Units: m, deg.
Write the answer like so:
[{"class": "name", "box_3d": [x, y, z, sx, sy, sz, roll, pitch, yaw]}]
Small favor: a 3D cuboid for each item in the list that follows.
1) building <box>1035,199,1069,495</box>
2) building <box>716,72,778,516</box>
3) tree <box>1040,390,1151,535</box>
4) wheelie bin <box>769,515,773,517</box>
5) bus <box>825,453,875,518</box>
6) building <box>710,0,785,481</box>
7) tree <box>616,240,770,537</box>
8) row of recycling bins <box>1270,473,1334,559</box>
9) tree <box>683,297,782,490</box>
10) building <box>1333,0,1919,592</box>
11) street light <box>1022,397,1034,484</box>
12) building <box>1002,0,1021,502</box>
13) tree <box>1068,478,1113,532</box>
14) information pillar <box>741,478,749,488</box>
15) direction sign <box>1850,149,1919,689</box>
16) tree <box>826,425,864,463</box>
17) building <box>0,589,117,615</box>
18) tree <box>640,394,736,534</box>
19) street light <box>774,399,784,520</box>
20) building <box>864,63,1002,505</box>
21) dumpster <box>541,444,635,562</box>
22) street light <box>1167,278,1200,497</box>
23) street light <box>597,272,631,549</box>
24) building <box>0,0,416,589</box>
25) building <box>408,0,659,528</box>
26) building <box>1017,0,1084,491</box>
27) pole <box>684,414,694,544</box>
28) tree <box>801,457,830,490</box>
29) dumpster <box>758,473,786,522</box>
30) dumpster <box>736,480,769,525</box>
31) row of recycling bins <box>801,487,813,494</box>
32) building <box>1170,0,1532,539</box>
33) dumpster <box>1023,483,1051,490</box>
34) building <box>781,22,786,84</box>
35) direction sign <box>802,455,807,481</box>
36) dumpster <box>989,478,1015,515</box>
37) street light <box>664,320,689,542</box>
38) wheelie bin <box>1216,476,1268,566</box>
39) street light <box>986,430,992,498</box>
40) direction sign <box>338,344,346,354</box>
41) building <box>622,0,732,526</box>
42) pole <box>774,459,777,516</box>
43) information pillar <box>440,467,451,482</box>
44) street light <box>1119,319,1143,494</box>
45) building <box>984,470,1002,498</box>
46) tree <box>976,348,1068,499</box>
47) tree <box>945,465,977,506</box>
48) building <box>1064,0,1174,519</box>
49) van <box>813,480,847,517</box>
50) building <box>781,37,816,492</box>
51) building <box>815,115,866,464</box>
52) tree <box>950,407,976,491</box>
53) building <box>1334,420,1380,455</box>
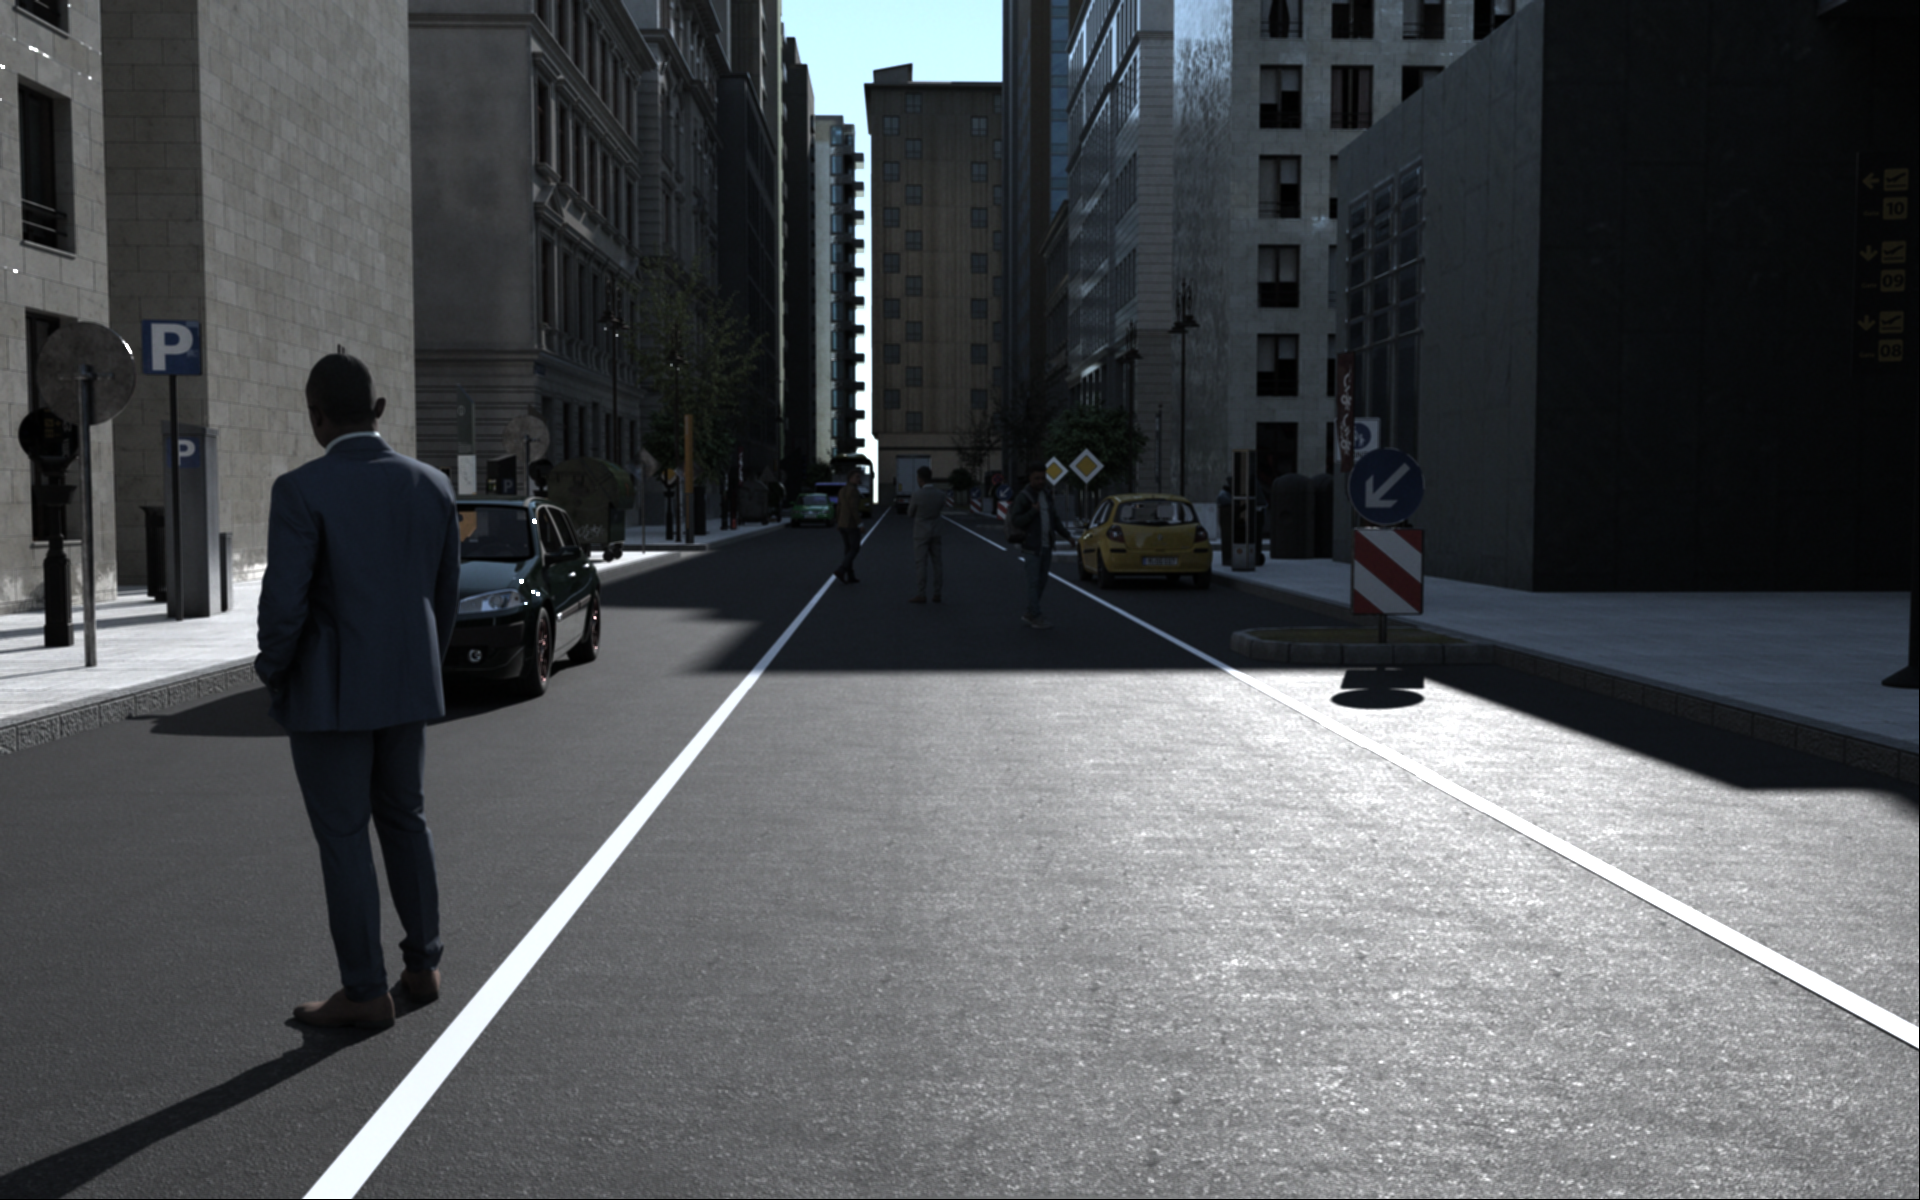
[{"class": "building", "box_3d": [11.375, -16.761, 110.192, 11.583, 22.565, 21.152, 0, 4, -2]}, {"class": "building", "box_3d": [-18.974, -19.034, 104.717, 14.314, 27.812, 24.014, 0, 4, -2]}, {"class": "tree", "box_3d": [4.312, -4.343, 54.724, 4.285, 4.588, 4.351, 0, 3, 0]}, {"class": "wheelie bin", "box_3d": [-10.982, -5.536, 98.419, 0.980, 1.594, 0.693, 1, 4, 9]}, {"class": "bus", "box_3d": [-6.699, -7.104, 107.694, 2.896, 3.916, 12.252, 0, 4, -2]}, {"class": "building", "box_3d": [-20.388, -27.088, 126.490, 14.154, 41.232, 14.086, 0, 4, -2]}, {"class": "tree", "box_3d": [-8.051, -6.154, 50.985, 4.737, 8.622, 4.395, 0, 3, 0]}, {"class": "row of recycling bins", "box_3d": [7.688, -1.719, 35.216, 3.534, 1.692, 1.069, -3, 5, -39]}, {"class": "tree", "box_3d": [-8.862, -7.046, 65.558, 4.360, 8.622, 3.978, 0, 3, 0]}, {"class": "building", "box_3d": [18.796, -42.978, 15.361, 22.319, 86.520, 31.000, 0, 4, -2]}, {"class": "street light", "box_3d": [3.230, -6.735, 82.899, 0.468, 5.910, 1.993, 0, 4, -2]}, {"class": "building", "box_3d": [14.303, -37.621, 157.107, 21.231, 58.520, 28.212, 0, 4, -2]}, {"class": "tree", "box_3d": [4.502, -3.896, 58.299, 1.663, 3.219, 1.824, 0, 3, 0]}, {"class": "information pillar", "box_3d": [-9.892, -4.593, 79.581, 0.304, 2.012, 0.304, -1, 4, -20]}, {"class": "direction sign", "box_3d": [6.364, -1.190, 11.453, 0.876, 3.537, 0.379, 1, 4, 16]}, {"class": "tree", "box_3d": [-12.179, -14.236, 183.125, 4.360, 8.622, 3.978, 0, 3, 0]}, {"class": "building", "box_3d": [-15.096, -9.605, 11.786, 10.420, 20.320, 16.860, 0, 4, -2]}, {"class": "tree", "box_3d": [-8.875, -4.441, 56.329, 4.285, 4.588, 4.351, 0, 3, 0]}, {"class": "street light", "box_3d": [-8.807, -6.838, 84.595, 0.468, 5.910, 1.993, 0, 4, -2]}, {"class": "building", "box_3d": [1.857, -38.652, 221.197, 27.495, 52.752, 28.713, 0, 4, -2]}, {"class": "dumpster", "box_3d": [-7.161, -1.888, 33.369, 1.502, 2.255, 1.985, 0, 4, -2]}, {"class": "street light", "box_3d": [4.787, -3.940, 37.201, 0.468, 5.910, 1.993, 0, 4, -2]}, {"class": "street light", "box_3d": [-7.233, -3.886, 36.317, 0.468, 5.910, 1.993, 0, 4, -2]}, {"class": "building", "box_3d": [-19.098, -10.637, 28.664, 16.860, 20.320, 10.420, 0, 4, -2]}, {"class": "building", "box_3d": [-17.283, -13.554, 57.763, 11.583, 22.565, 21.152, 0, 4, -2]}, {"class": "building", "box_3d": [11.883, -29.733, 136.249, 14.600, 45.320, 14.200, 0, 4, -2]}, {"class": "pole", "box_3d": [-6.955, -3.096, 44.462, 0.158, 3.312, 0.155, 0, 3, 0]}, {"class": "tree", "box_3d": [-12.243, -10.260, 151.465, 4.285, 4.588, 4.351, 0, 3, 0]}, {"class": "dumpster", "box_3d": [-8.732, -4.678, 78.972, 1.502, 2.255, 1.985, 0, 4, -2]}, {"class": "dumpster", "box_3d": [-8.540, -4.009, 71.313, 1.264, 1.857, 1.865, 0, 4, -2]}, {"class": "row of recycling bins", "box_3d": [-9.503, -5.985, 104.969, 1.069, 1.692, 3.534, 0, 4, 1]}, {"class": "building", "box_3d": [15.797, -12.181, 53.917, 16.860, 20.320, 10.420, 0, 4, -2]}, {"class": "dumpster", "box_3d": [3.534, -4.498, 79.300, 1.264, 1.857, 1.865, 0, 4, -2]}, {"class": "building", "box_3d": [-26.513, -32.380, 149.020, 23.786, 49.044, 30.456, 0, 4, -2]}, {"class": "direction sign", "box_3d": [-9.222, -6.619, 100.214, 0.876, 3.537, 0.379, 2, 4, 34]}, {"class": "dumpster", "box_3d": [2.560, -6.300, 105.503, 1.502, 2.255, 1.985, 0, 4, -2]}, {"class": "street light", "box_3d": [-7.536, -4.489, 46.177, 0.468, 5.910, 1.993, 0, 4, -2]}, {"class": "wheelie bin", "box_3d": [5.006, -1.410, 30.963, 0.980, 1.594, 0.693, -2, 4, -25]}, {"class": "street light", "box_3d": [1.993, -9.008, 120.065, 0.468, 5.910, 1.993, 0, 4, -2]}, {"class": "direction sign", "box_3d": [-9.481, -2.121, 26.684, 0.379, 3.537, 0.876, -1, 4, -13]}, {"class": "building", "box_3d": [-18.535, -17.906, 80.153, 14.401, 28.519, 23.554, 0, 4, -2]}, {"class": "pole", "box_3d": [-10.837, -6.606, 101.846, 0.158, 3.312, 0.155, 0, 3, 0]}, {"class": "information pillar", "box_3d": [-14.158, -2.643, 47.709, 0.304, 2.012, 0.304, -1, 4, -15]}, {"class": "street light", "box_3d": [4.520, -4.469, 45.860, 0.468, 5.910, 1.993, 0, 4, -2]}, {"class": "building", "box_3d": [13.298, -45.470, 181.689, 20.563, 71.187, 20.611, 0, 4, -2]}, {"class": "tree", "box_3d": [3.389, -8.336, 86.649, 4.360, 8.622, 3.978, 0, 3, 0]}, {"class": "tree", "box_3d": [0.058, -12.427, 186.902, 4.285, 4.588, 4.351, 0, 3, 0]}, {"class": "building", "box_3d": [12.078, -18.780, 84.553, 11.434, 29.767, 29.804, 0, 4, -2]}, {"class": "van", "box_3d": [-6.652, -5.237, 90.015, 2.240, 2.365, 5.245, 0, 4, -1]}, {"class": "building", "box_3d": [-26.187, -34.120, 181.561, 21.600, 48.544, 21.300, 0, 4, -2]}, {"class": "building", "box_3d": [-27.143, -36.540, 217.043, 30.456, 49.044, 23.786, 0, 4, -2]}, {"class": "tree", "box_3d": [1.367, -11.720, 141.980, 4.360, 8.622, 3.978, 0, 3, 0]}, {"class": "building", "box_3d": [47.722, -34.264, 183.924, 21.600, 48.544, 21.300, 0, 4, -2]}]
